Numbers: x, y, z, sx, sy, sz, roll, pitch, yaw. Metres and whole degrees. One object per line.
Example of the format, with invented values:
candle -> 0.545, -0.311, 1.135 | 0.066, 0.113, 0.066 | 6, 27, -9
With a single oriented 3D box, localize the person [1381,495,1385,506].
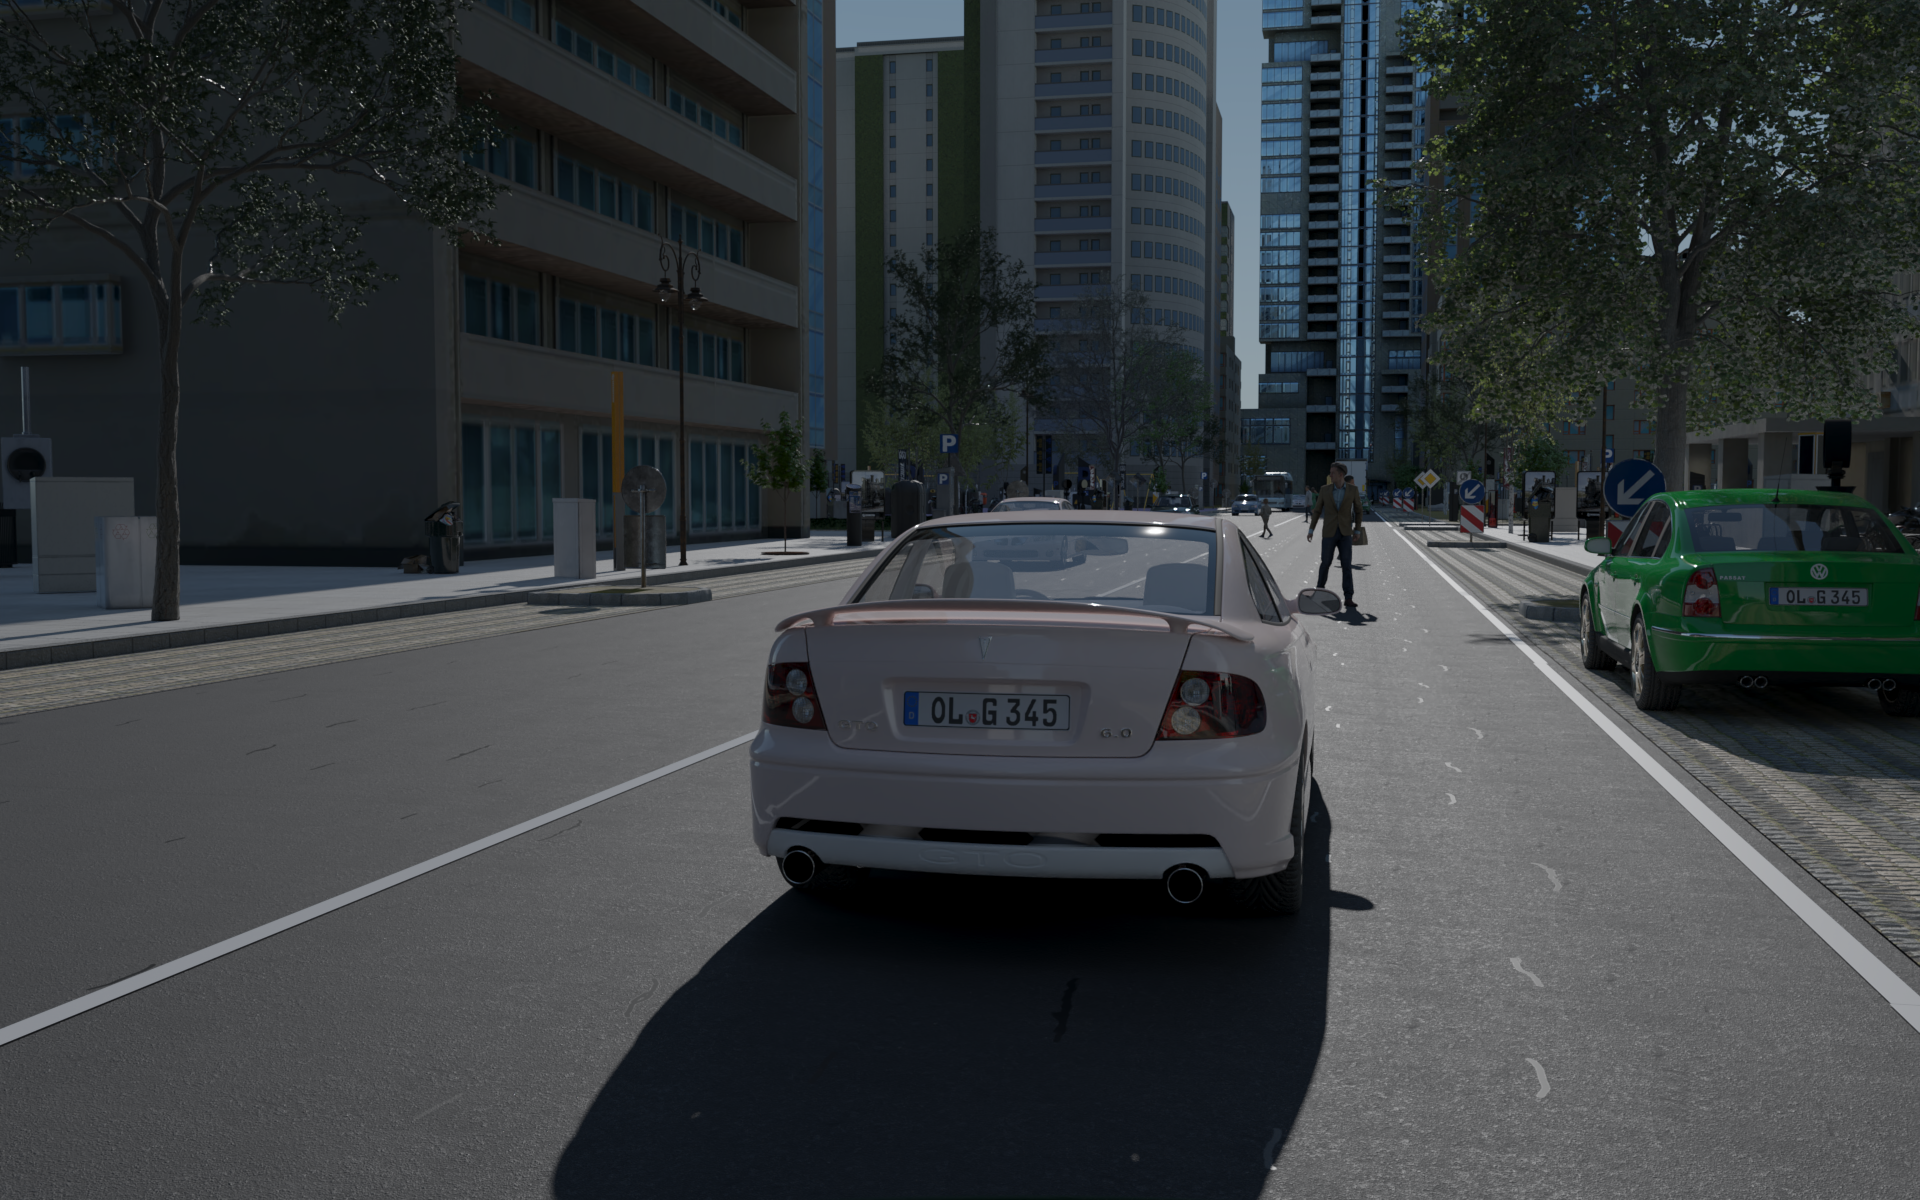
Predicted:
person -> 48.060, -11.454, 196.331 | 0.434, 1.755, 0.990 | -1, 4, -18

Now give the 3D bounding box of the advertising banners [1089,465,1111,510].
advertising banners -> 8.564, -6.717, 106.011 | 2.074, 3.025, 0.090 | -3, 5, -45

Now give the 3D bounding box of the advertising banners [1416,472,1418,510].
advertising banners -> 35.828, -8.545, 135.901 | 0.090, 3.025, 2.074 | 1, 4, 19

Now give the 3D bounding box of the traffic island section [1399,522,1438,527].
traffic island section -> 20.435, -3.317, 76.512 | 2.009, 0.180, 2.903 | 1, 4, 13

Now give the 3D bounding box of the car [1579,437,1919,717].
car -> 5.644, -0.231, 12.572 | 1.959, 1.807, 4.718 | 1, 4, 13

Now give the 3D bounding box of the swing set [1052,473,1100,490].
swing set -> 8.438, -7.915, 127.025 | 3.119, 2.851, 2.862 | 1, 4, 21

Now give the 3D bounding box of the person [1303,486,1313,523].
person -> 17.618, -4.819, 87.139 | 0.795, 1.843, 0.661 | 0, 4, 5

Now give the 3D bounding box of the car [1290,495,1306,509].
car -> 32.336, -9.341, 165.093 | 2.083, 1.381, 4.827 | 1, 4, 13

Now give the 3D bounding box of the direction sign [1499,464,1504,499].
direction sign -> 41.344, -8.544, 131.696 | 0.876, 3.537, 0.379 | -1, 4, -20

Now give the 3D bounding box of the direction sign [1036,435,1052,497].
direction sign -> 3.259, -4.593, 67.097 | 0.379, 3.537, 0.876 | -3, 4, -38

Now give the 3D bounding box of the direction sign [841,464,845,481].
direction sign -> -9.031, -8.429, 129.804 | 0.876, 3.537, 0.379 | -1, 4, -14

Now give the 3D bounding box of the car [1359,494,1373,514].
car -> 28.256, -6.812, 123.172 | 2.131, 1.459, 4.920 | 1, 4, 14

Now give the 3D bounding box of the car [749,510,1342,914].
car -> 0.572, 0.301, 7.433 | 2.083, 1.381, 4.827 | 1, 4, 12

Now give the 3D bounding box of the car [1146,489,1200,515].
car -> 8.234, -3.474, 66.580 | 2.009, 1.686, 4.222 | 1, 4, 13

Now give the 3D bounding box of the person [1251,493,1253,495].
person -> 26.956, -9.155, 158.631 | 0.568, 1.767, 0.683 | 0, 4, -6

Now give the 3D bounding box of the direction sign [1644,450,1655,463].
direction sign -> 35.627, -5.946, 89.215 | 0.876, 3.537, 0.379 | 3, 5, 41

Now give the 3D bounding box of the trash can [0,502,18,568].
trash can -> -16.726, -1.127, 30.079 | 0.748, 1.137, 0.748 | 0, 3, 0

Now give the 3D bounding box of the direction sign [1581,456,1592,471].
direction sign -> 37.203, -6.783, 102.898 | 0.379, 3.537, 0.876 | -2, 4, -24

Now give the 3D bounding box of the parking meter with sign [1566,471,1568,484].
parking meter with sign -> 47.520, -8.370, 133.112 | 1.738, 3.016, 0.543 | 1, 4, 22

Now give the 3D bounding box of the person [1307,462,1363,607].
person -> 4.816, -0.849, 22.298 | 0.656, 1.842, 0.836 | -1, 4, -20

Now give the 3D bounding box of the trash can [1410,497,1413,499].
trash can -> 38.490, -8.275, 146.947 | 0.748, 1.137, 0.748 | 0, 3, 0

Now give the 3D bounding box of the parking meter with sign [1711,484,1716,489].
parking meter with sign -> 54.741, -7.957, 126.353 | 1.738, 3.016, 0.543 | 3, 5, 44

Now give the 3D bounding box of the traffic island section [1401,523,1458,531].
traffic island section -> 18.657, -2.841, 68.727 | 2.009, 0.180, 2.903 | 1, 4, 13

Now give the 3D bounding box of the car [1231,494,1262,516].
car -> 19.084, -6.311, 115.193 | 2.014, 1.417, 4.499 | 1, 4, 14

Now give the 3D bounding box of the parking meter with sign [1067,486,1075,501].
parking meter with sign -> 9.919, -9.679, 154.513 | 1.738, 3.016, 0.543 | 1, 4, 18

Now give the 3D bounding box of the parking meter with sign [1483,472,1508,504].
parking meter with sign -> 34.324, -7.056, 111.631 | 1.738, 3.016, 0.543 | 2, 4, 25

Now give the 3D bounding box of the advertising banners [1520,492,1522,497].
advertising banners -> 37.260, -7.345, 116.276 | 2.074, 3.025, 0.090 | -2, 4, -27

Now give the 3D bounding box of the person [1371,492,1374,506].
person -> 51.323, -12.629, 215.698 | 0.721, 1.735, 1.217 | 3, 4, 38

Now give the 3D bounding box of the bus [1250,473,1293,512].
bus -> 26.154, -9.162, 144.656 | 2.948, 3.499, 13.247 | 1, 4, 14

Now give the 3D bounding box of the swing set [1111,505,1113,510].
swing set -> 10.285, -8.420, 135.288 | 2.862, 2.851, 3.119 | 1, 4, 16

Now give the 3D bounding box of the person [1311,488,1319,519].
person -> 20.307, -5.565, 99.739 | 0.600, 1.795, 0.529 | 3, 5, 41

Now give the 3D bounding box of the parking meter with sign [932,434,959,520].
parking meter with sign -> -0.448, -3.264, 49.624 | 0.543, 3.016, 1.738 | 1, 4, 9

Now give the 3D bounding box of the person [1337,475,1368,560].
person -> 8.070, -1.682, 35.982 | 0.794, 1.824, 0.713 | -2, 4, -25

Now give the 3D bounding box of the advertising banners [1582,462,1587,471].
advertising banners -> 33.531, -6.015, 94.537 | 0.090, 3.025, 2.074 | -2, 4, -26

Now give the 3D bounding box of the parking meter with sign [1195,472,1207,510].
parking meter with sign -> 19.328, -8.786, 139.905 | 0.543, 3.016, 1.738 | -1, 4, -17

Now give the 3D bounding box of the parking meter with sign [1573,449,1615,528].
parking meter with sign -> 24.186, -4.264, 65.975 | 1.738, 3.016, 0.543 | -3, 4, -37

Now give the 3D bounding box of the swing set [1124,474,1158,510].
swing set -> 13.683, -8.444, 135.682 | 3.119, 2.851, 2.862 | 2, 4, 33

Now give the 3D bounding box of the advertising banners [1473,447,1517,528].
advertising banners -> 20.177, -4.244, 65.576 | 0.090, 3.025, 2.074 | -2, 4, -27

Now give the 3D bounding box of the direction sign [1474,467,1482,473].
direction sign -> 42.389, -9.191, 142.274 | 0.876, 3.537, 0.379 | 0, 4, 4

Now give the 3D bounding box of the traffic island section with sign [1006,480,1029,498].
traffic island section with sign -> 1.601, -2.488, 49.312 | 1.989, 1.847, 2.006 | 1, 4, 13

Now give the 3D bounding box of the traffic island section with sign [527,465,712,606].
traffic island section with sign -> -4.404, -0.881, 23.032 | 1.989, 1.847, 2.006 | 1, 4, 13

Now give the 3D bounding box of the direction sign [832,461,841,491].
direction sign -> -7.433, -6.716, 101.805 | 0.379, 3.537, 0.876 | 0, 4, 5

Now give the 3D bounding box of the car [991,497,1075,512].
car -> 1.454, -1.398, 35.216 | 2.083, 1.381, 4.827 | 1, 4, 12

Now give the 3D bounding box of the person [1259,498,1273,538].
person -> 10.012, -2.690, 56.762 | 0.475, 1.303, 0.640 | -3, 5, -44

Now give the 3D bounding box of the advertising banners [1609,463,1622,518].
advertising banners -> 35.349, -5.929, 93.128 | 2.074, 3.025, 0.090 | -3, 5, -40
